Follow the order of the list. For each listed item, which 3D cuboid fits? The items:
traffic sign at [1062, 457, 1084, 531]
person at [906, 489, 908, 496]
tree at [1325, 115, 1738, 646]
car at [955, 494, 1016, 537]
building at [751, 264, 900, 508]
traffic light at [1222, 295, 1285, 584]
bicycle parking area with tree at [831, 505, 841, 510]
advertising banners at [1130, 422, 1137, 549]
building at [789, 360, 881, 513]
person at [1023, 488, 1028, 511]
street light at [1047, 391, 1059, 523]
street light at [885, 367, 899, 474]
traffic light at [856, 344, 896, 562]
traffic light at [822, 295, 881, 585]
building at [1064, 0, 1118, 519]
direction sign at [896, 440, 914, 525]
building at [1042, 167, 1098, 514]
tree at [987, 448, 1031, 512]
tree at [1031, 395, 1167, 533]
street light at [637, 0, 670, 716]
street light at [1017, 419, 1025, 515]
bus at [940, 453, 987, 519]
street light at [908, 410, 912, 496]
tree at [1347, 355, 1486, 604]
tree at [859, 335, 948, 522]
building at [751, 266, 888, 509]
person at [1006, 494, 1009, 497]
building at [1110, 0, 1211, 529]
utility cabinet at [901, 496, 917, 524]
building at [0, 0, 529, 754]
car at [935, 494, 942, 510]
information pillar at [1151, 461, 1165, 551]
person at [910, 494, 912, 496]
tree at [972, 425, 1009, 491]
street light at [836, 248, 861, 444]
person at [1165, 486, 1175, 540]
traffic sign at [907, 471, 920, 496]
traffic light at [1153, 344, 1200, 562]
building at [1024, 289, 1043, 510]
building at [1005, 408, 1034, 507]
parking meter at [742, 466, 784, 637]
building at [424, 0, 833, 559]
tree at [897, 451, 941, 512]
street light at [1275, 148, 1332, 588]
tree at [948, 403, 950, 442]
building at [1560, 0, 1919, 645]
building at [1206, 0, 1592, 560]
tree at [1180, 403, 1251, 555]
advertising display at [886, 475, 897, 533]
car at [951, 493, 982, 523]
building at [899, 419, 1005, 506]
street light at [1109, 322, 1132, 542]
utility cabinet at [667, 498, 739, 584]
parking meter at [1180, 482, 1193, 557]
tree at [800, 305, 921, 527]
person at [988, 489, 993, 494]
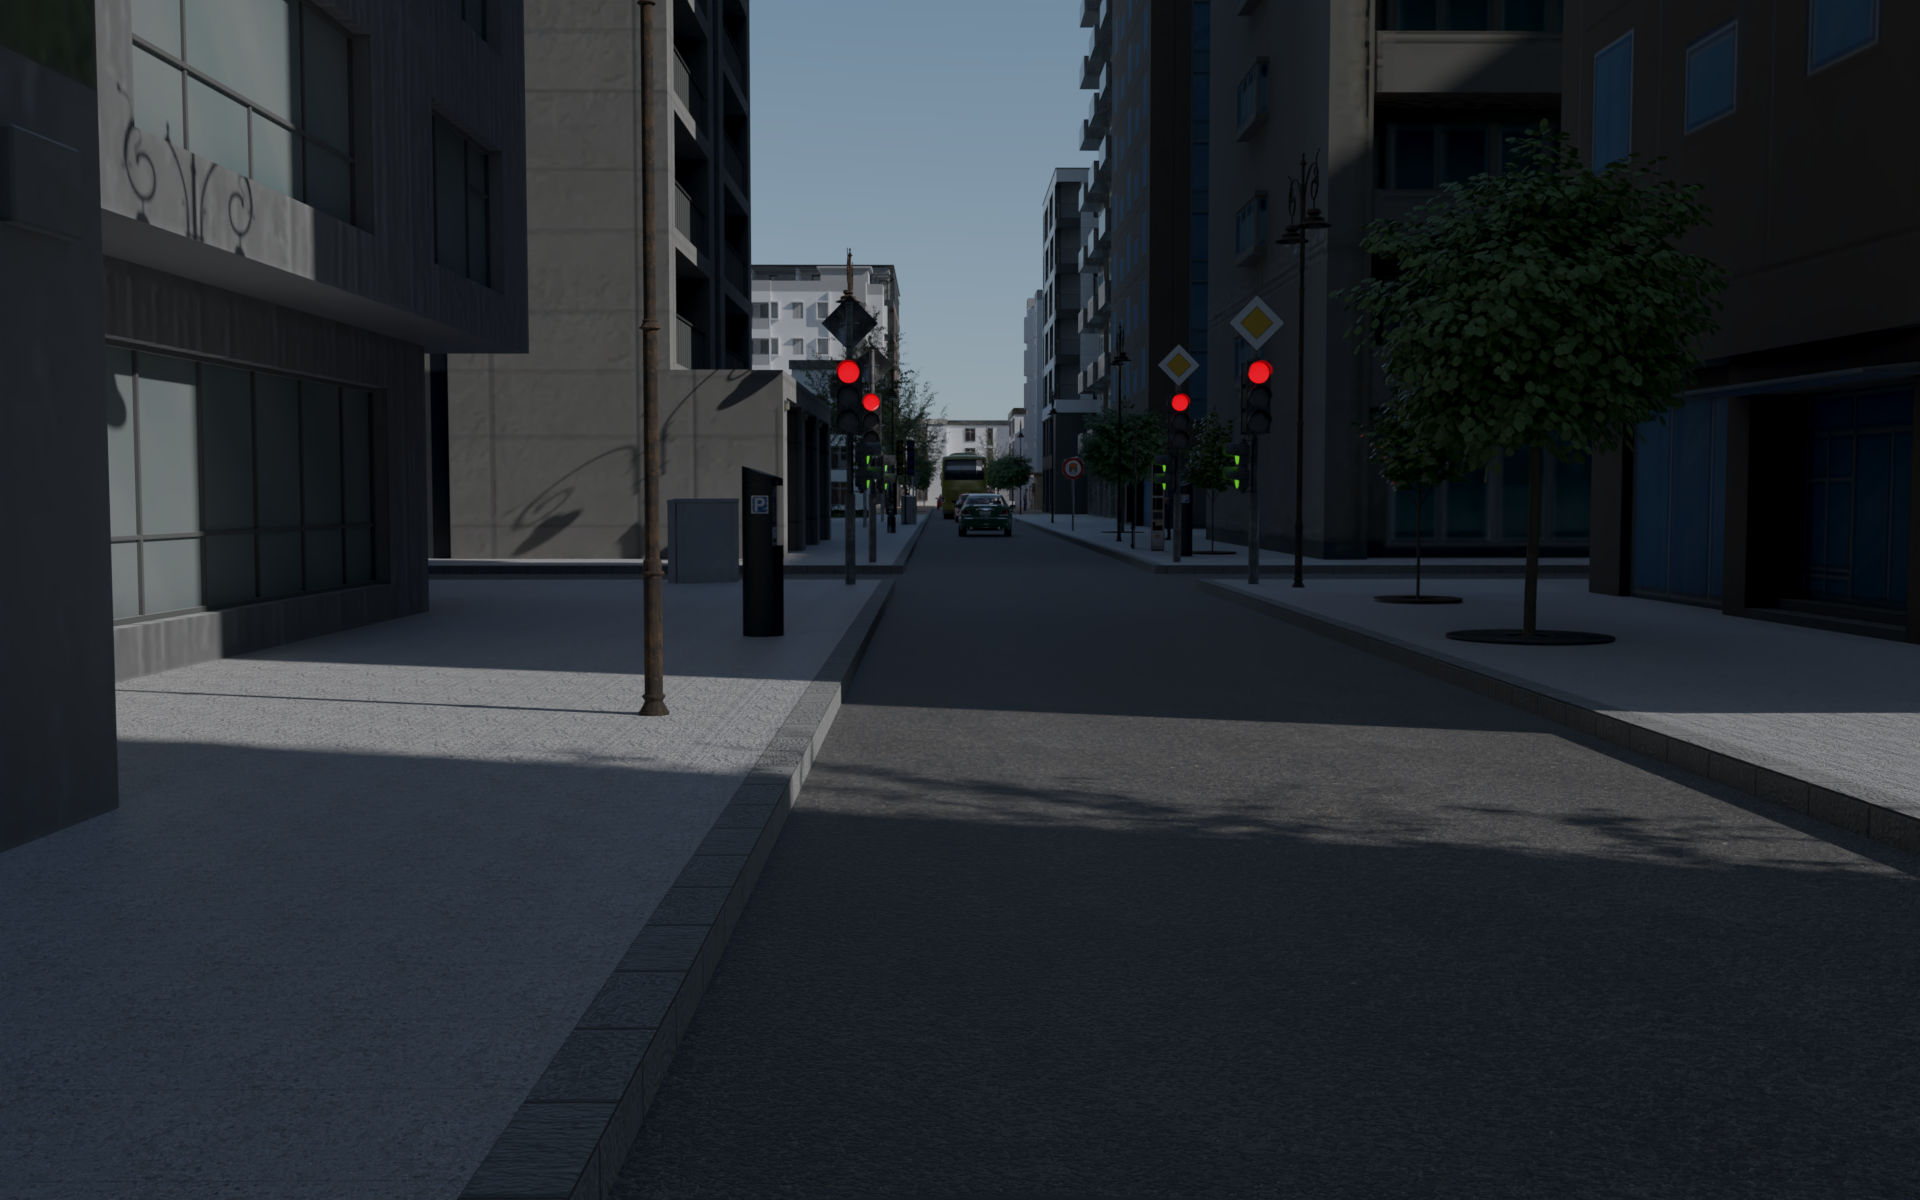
[{"bbox_3d":[3.929,-3.676,60.212,0.768,2.556,0.104,0,4,3],"label":"traffic sign"},{"bbox_3d":[-4.373,-8.500,145.707,0.721,1.739,1.217,-2,4,-25],"label":"person"},{"bbox_3d":[4.962,-1.927,15.216,4.285,4.588,4.351,0,3,0],"label":"tree"},{"bbox_3d":[0.878,-2.942,59.902,2.131,1.459,4.920,0,4,1],"label":"car"},{"bbox_3d":[-22.335,-19.827,168.145,32.646,21.610,27.936,0,4,-1],"label":"building"},{"bbox_3d":[4.163,-2.180,24.561,0.839,4.253,0.868,0,4,-1],"label":"traffic light"},{"bbox_3d":[-11.402,-7.091,102.936,9.016,4.147,8.231,3,4,36],"label":"bicycle parking area with tree"},{"bbox_3d":[4.153,-2.759,41.292,0.090,3.025,2.074,0,4,8],"label":"advertising banners"},{"bbox_3d":[-10.043,-11.024,122.385,9.099,9.664,28.070,0,4,-1],"label":"building"},{"bbox_3d":[5.032,-7.653,132.102,0.436,1.711,0.756,1,4,16],"label":"person"},{"bbox_3d":[4.109,-6.360,76.773,0.468,5.910,1.993,0,4,-1],"label":"street light"},{"bbox_3d":[-2.452,-5.514,62.941,0.468,5.910,1.993,0,4,-1],"label":"street light"},{"bbox_3d":[-1.628,-2.663,32.466,0.839,4.253,0.868,0,4,-1],"label":"traffic light"},{"bbox_3d":[-1.538,-2.175,24.481,0.839,4.253,0.868,0,4,-1],"label":"traffic light"},{"bbox_3d":[18.034,-28.863,91.519,23.786,49.044,30.456,0,4,-1],"label":"building"},{"bbox_3d":[-2.298,-4.935,72.678,0.876,3.537,0.379,2,4,30],"label":"direction sign"},{"bbox_3d":[19.735,-17.194,125.099,27.936,21.610,32.646,0,4,-1],"label":"building"},{"bbox_3d":[3.638,-8.488,122.486,4.285,4.588,4.351,0,3,0],"label":"tree"},{"bbox_3d":[5.385,-4.510,57.451,4.285,4.588,4.351,0,3,0],"label":"tree"},{"bbox_3d":[-1.780,-2.270,9.900,0.468,5.910,1.993,0,4,-1],"label":"street light"},{"bbox_3d":[3.755,-8.230,107.342,0.468,5.910,1.993,0,4,-1],"label":"street light"},{"bbox_3d":[0.213,-6.756,102.013,2.896,3.916,12.252,0,4,0],"label":"bus"},{"bbox_3d":[-2.733,-7.359,93.101,0.468,5.910,1.993,0,4,-1],"label":"street light"},{"bbox_3d":[5.444,-1.578,20.402,1.663,3.219,1.824,0,3,0],"label":"tree"},{"bbox_3d":[-3.389,-7.961,80.526,4.360,8.622,3.978,0,3,0],"label":"tree"},{"bbox_3d":[-13.919,-17.452,141.754,16.016,20.091,11.380,0,4,-1],"label":"building"},{"bbox_3d":[5.533,-10.840,183.273,1.348,1.824,0.705,-1,4,-14],"label":"person"},{"bbox_3d":[13.699,-25.638,69.296,14.600,45.320,14.200,0,4,-1],"label":"building"},{"bbox_3d":[-2.172,-3.824,73.680,0.306,1.237,1.020,1,4,23],"label":"utility cabinet"},{"bbox_3d":[-11.753,-20.237,14.475,14.086,41.232,14.154,0,4,-1],"label":"building"},{"bbox_3d":[-1.253,-9.290,160.933,2.155,1.783,4.494,0,4,0],"label":"car"},{"bbox_3d":[4.472,-2.118,39.121,0.304,2.012,0.304,1,4,8],"label":"information pillar"},{"bbox_3d":[-5.497,-10.897,187.382,1.217,1.735,0.721,-2,4,-26],"label":"person"},{"bbox_3d":[3.445,-14.363,185.198,4.360,8.622,3.978,0,3,0],"label":"tree"},{"bbox_3d":[-2.067,-3.665,32.705,0.468,5.910,1.993,0,4,-1],"label":"street light"},{"bbox_3d":[5.787,-2.536,47.958,0.683,1.767,0.568,2,4,35],"label":"person"},{"bbox_3d":[-2.621,-5.926,97.003,0.768,2.556,0.104,1,4,9],"label":"traffic sign"},{"bbox_3d":[4.073,-2.668,32.546,0.839,4.253,0.868,0,4,-1],"label":"traffic light"},{"bbox_3d":[13.543,-17.809,147.594,16.016,20.091,11.380,0,4,-1],"label":"building"},{"bbox_3d":[9.730,-13.840,168.428,9.099,9.664,28.070,0,4,-1],"label":"building"},{"bbox_3d":[-1.783,-0.444,15.670,0.372,1.533,0.369,0,3,0],"label":"parking meter"},{"bbox_3d":[-13.798,-36.943,42.268,20.563,71.187,20.611,0,4,-1],"label":"building"},{"bbox_3d":[-3.075,-8.664,125.362,4.285,4.588,4.351,0,3,0],"label":"tree"},{"bbox_3d":[4.656,-3.111,23.653,0.468,5.910,1.993,0,4,-1],"label":"street light"},{"bbox_3d":[-2.773,-9.820,110.922,4.360,8.622,3.978,0,3,0],"label":"tree"},{"bbox_3d":[14.839,-22.295,14.626,14.600,45.320,14.200,0,4,-1],"label":"building"},{"bbox_3d":[17.472,-25.649,43.071,21.600,48.544,21.300,0,4,-1],"label":"building"},{"bbox_3d":[5.533,-2.597,37.061,1.663,3.219,1.824,0,3,0],"label":"tree"},{"bbox_3d":[-2.262,-3.173,57.089,0.123,1.923,0.974,-1,4,-18],"label":"advertising display"},{"bbox_3d":[0.629,-4.844,88.240,2.155,1.783,4.494,0,4,-1],"label":"car"},{"bbox_3d":[-1.555,-15.607,197.328,28.070,9.664,9.099,0,4,-1],"label":"building"},{"bbox_3d":[4.305,-4.521,46.707,0.468,5.910,1.993,0,4,-1],"label":"street light"},{"bbox_3d":[-3.725,-0.854,25.127,1.020,1.237,0.306,-2,4,-35],"label":"utility cabinet"},{"bbox_3d":[4.607,-1.668,35.682,0.372,1.533,0.369,0,3,0],"label":"parking meter"},{"bbox_3d":[-3.927,-7.130,66.940,4.737,8.622,4.395,0,3,0],"label":"tree"},{"bbox_3d":[2.949,-10.115,172.098,1.217,1.739,0.721,2,4,33],"label":"person"}]
